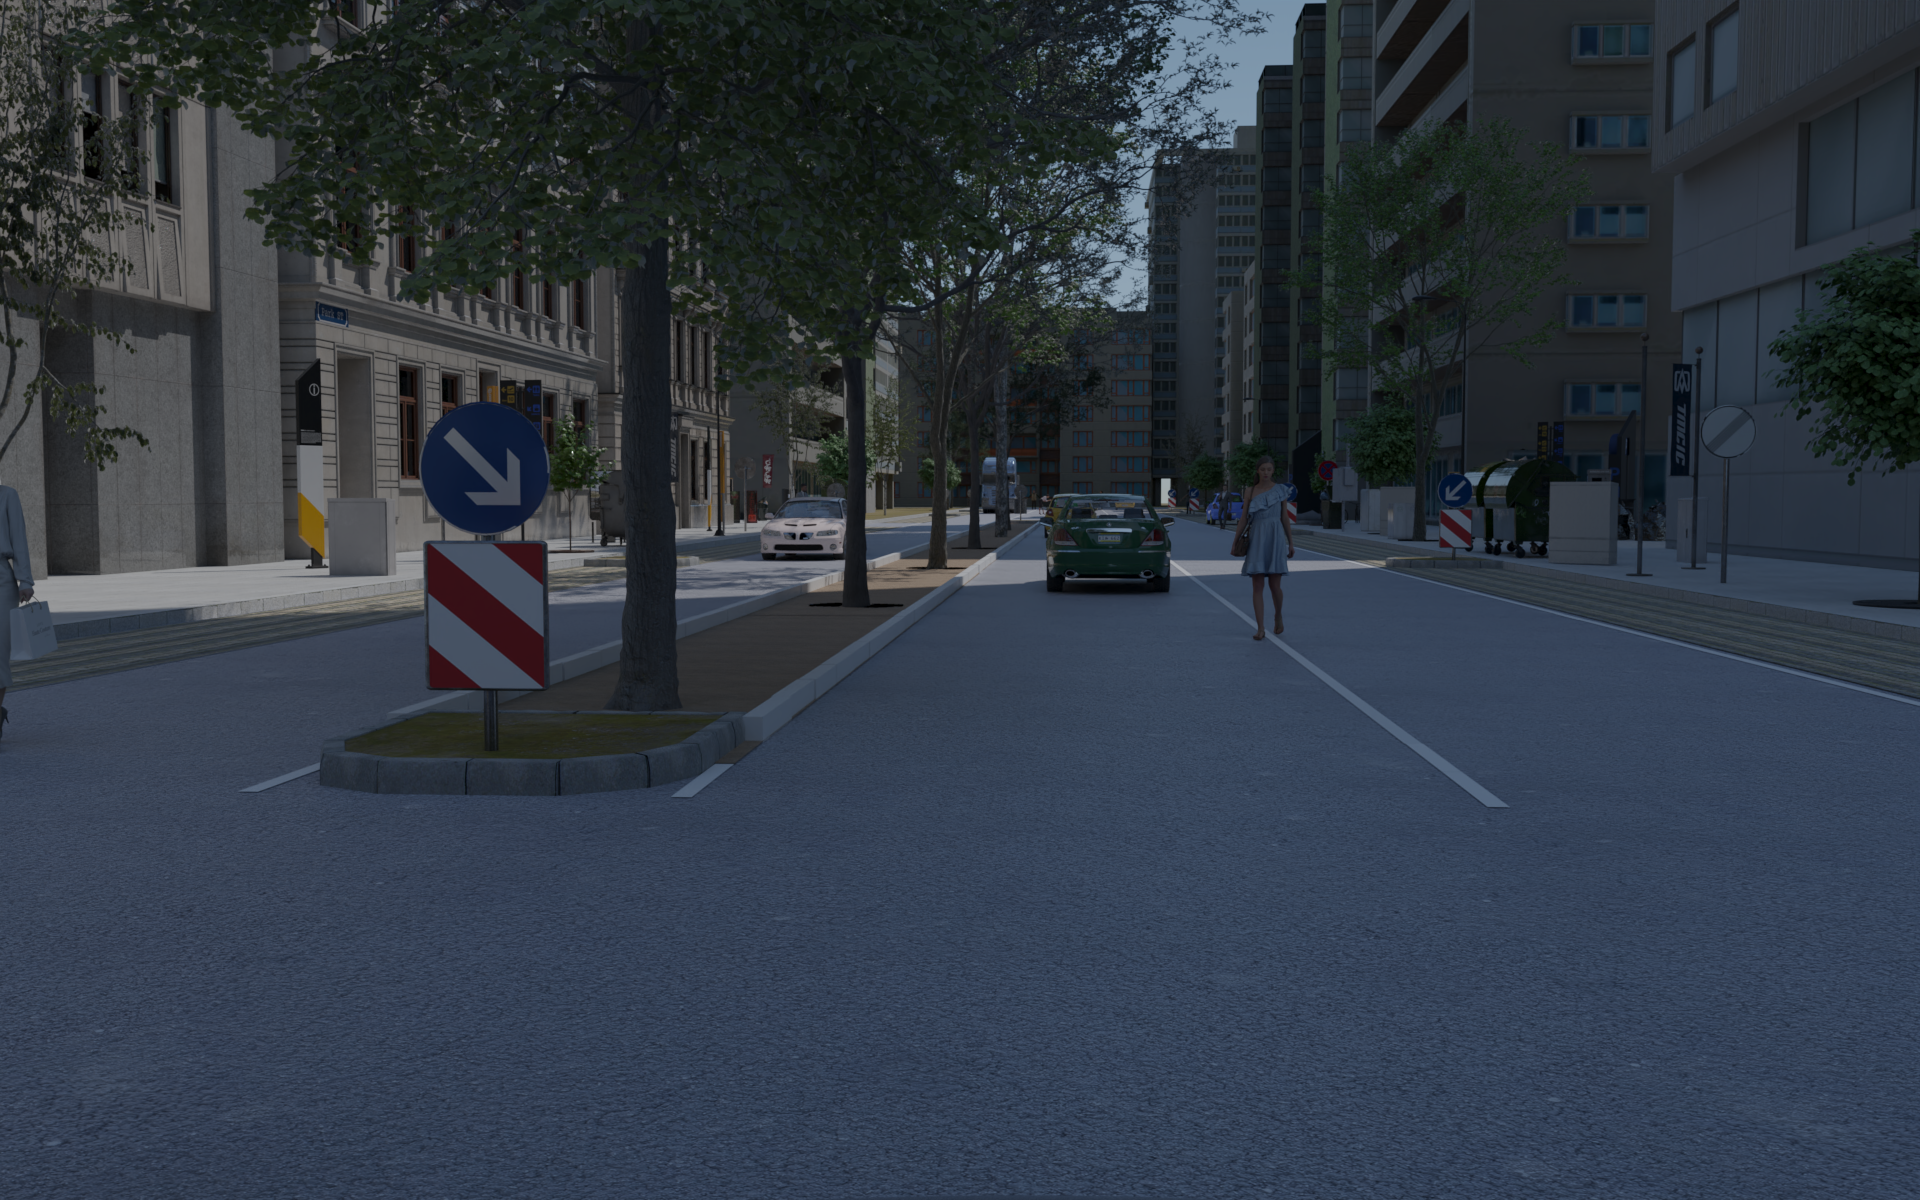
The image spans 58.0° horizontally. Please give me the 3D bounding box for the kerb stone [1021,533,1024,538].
[{"bbox_3d":[1.824,-1.913,53.469,0.120,0.150,1.000,0,4,4],"label":"kerb stone"}]

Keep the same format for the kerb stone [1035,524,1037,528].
[{"bbox_3d":[2.899,-2.852,68.831,0.120,0.150,1.000,0,4,4],"label":"kerb stone"}]

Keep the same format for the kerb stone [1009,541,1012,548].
[{"bbox_3d":[1.191,-1.349,44.246,0.120,0.150,1.000,0,4,4],"label":"kerb stone"}]

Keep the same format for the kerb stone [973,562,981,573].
[{"bbox_3d":[0.249,-0.535,30.935,0.120,0.150,1.000,0,4,4],"label":"kerb stone"}]

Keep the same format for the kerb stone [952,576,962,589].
[{"bbox_3d":[-0.103,-0.221,25.814,0.120,0.150,1.000,0,4,4],"label":"kerb stone"}]

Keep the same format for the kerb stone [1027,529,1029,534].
[{"bbox_3d":[2.184,-2.227,58.601,0.120,0.150,1.000,0,4,4],"label":"kerb stone"}]

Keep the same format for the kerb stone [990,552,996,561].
[{"bbox_3d":[0.610,-0.848,36.058,0.120,0.150,1.000,0,4,4],"label":"kerb stone"}]

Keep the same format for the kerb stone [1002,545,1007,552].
[{"bbox_3d":[0.971,-1.161,41.183,0.120,0.150,1.000,0,4,4],"label":"kerb stone"}]

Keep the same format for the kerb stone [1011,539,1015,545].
[{"bbox_3d":[1.327,-1.475,46.305,0.120,0.150,1.000,0,4,4],"label":"kerb stone"}]

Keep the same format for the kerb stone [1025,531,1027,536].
[{"bbox_3d":[2.043,-2.101,56.540,0.120,0.150,1.000,0,4,4],"label":"kerb stone"}]

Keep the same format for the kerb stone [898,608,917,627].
[{"bbox_3d":[-0.603,0.216,18.660,0.120,0.150,1.000,0,4,4],"label":"kerb stone"}]

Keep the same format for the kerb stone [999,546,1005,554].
[{"bbox_3d":[0.904,-1.098,40.163,0.120,0.150,1.000,0,4,4],"label":"kerb stone"}]

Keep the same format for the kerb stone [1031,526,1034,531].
[{"bbox_3d":[2.542,-2.539,63.715,0.120,0.150,1.000,0,4,4],"label":"kerb stone"}]

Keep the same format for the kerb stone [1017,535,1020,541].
[{"bbox_3d":[1.609,-1.718,50.410,0.120,0.150,1.000,0,4,4],"label":"kerb stone"}]

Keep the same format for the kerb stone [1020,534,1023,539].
[{"bbox_3d":[1.757,-1.850,52.449,0.120,0.150,1.000,0,4,4],"label":"kerb stone"}]

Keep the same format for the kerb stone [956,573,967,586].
[{"bbox_3d":[-0.027,-0.284,26.834,0.120,0.150,1.000,0,4,4],"label":"kerb stone"}]

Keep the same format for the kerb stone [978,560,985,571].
[{"bbox_3d":[0.329,-0.597,31.954,0.120,0.150,1.000,0,4,4],"label":"kerb stone"}]

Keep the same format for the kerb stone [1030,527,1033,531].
[{"bbox_3d":[2.477,-2.476,62.695,0.120,0.150,1.000,0,4,4],"label":"kerb stone"}]

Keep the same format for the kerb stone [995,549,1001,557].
[{"bbox_3d":[0.755,-0.973,38.111,0.120,0.150,1.000,0,4,4],"label":"kerb stone"}]

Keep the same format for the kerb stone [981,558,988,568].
[{"bbox_3d":[0.393,-0.658,32.975,0.120,0.150,1.000,0,4,4],"label":"kerb stone"}]

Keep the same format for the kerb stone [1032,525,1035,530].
[{"bbox_3d":[2.683,-2.664,65.760,0.120,0.150,1.000,0,4,4],"label":"kerb stone"}]

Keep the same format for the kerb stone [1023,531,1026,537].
[{"bbox_3d":[1.971,-2.038,55.513,0.120,0.150,1.000,0,4,4],"label":"kerb stone"}]

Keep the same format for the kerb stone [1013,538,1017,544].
[{"bbox_3d":[1.406,-1.526,47.333,0.120,0.150,1.000,0,4,4],"label":"kerb stone"}]

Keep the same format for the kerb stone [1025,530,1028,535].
[{"bbox_3d":[2.114,-2.163,57.572,0.120,0.150,1.000,0,4,4],"label":"kerb stone"}]

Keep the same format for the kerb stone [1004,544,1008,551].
[{"bbox_3d":[1.037,-1.224,42.204,0.120,0.150,1.000,0,4,4],"label":"kerb stone"}]

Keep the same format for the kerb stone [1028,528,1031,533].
[{"bbox_3d":[2.329,-2.352,60.647,0.120,0.150,1.000,0,4,4],"label":"kerb stone"}]

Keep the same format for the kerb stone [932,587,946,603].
[{"bbox_3d":[-0.311,-0.033,22.742,0.120,0.150,1.000,0,4,4],"label":"kerb stone"}]

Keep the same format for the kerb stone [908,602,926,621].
[{"bbox_3d":[-0.525,0.154,19.683,0.120,0.150,1.000,0,4,4],"label":"kerb stone"}]

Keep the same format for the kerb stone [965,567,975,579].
[{"bbox_3d":[0.115,-0.409,28.885,0.120,0.150,1.000,0,4,4],"label":"kerb stone"}]

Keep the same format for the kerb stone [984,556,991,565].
[{"bbox_3d":[0.468,-0.722,33.998,0.120,0.150,1.000,0,4,4],"label":"kerb stone"}]

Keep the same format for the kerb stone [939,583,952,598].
[{"bbox_3d":[-0.246,-0.095,23.774,0.120,0.150,1.000,0,4,4],"label":"kerb stone"}]

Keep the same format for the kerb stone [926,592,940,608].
[{"bbox_3d":[-0.384,0.030,21.723,0.120,0.150,1.000,0,4,4],"label":"kerb stone"}]

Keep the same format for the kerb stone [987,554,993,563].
[{"bbox_3d":[0.533,-0.780,35.028,0.120,0.150,1.000,0,4,4],"label":"kerb stone"}]

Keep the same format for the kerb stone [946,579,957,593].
[{"bbox_3d":[-0.171,-0.158,24.794,0.120,0.150,1.000,0,4,4],"label":"kerb stone"}]

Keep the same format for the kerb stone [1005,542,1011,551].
[{"bbox_3d":[1.119,-1.286,43.226,0.120,0.150,1.000,0,4,4],"label":"kerb stone"}]

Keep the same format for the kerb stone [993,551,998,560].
[{"bbox_3d":[0.681,-0.911,37.092,0.120,0.150,1.000,0,4,4],"label":"kerb stone"}]

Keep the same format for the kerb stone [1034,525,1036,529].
[{"bbox_3d":[2.755,-2.727,66.781,0.120,0.150,1.000,0,4,4],"label":"kerb stone"}]

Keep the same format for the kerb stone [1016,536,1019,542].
[{"bbox_3d":[1.540,-1.663,49.390,0.120,0.150,1.000,0,4,4],"label":"kerb stone"}]

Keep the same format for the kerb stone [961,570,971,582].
[{"bbox_3d":[0.042,-0.344,27.854,0.120,0.150,1.000,0,4,4],"label":"kerb stone"}]

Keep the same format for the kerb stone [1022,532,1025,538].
[{"bbox_3d":[1.902,-1.975,54.489,0.120,0.150,1.000,0,4,4],"label":"kerb stone"}]

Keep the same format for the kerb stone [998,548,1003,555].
[{"bbox_3d":[0.823,-1.032,39.142,0.120,0.150,1.000,0,4,4],"label":"kerb stone"}]

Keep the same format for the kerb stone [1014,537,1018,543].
[{"bbox_3d":[1.471,-1.601,48.365,0.120,0.150,1.000,0,4,4],"label":"kerb stone"}]

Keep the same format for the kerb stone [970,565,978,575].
[{"bbox_3d":[0.184,-0.471,29.915,0.120,0.150,1.000,0,4,4],"label":"kerb stone"}]

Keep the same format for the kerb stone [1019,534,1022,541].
[{"bbox_3d":[1.682,-1.786,51.429,0.120,0.150,1.000,0,4,4],"label":"kerb stone"}]

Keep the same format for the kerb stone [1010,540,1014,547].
[{"bbox_3d":[1.256,-1.411,45.269,0.120,0.150,1.000,0,4,4],"label":"kerb stone"}]

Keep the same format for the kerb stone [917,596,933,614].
[{"bbox_3d":[-0.454,0.091,20.702,0.120,0.150,1.000,0,4,4],"label":"kerb stone"}]

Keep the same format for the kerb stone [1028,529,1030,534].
[{"bbox_3d":[2.252,-2.287,59.627,0.120,0.150,1.000,0,4,4],"label":"kerb stone"}]
